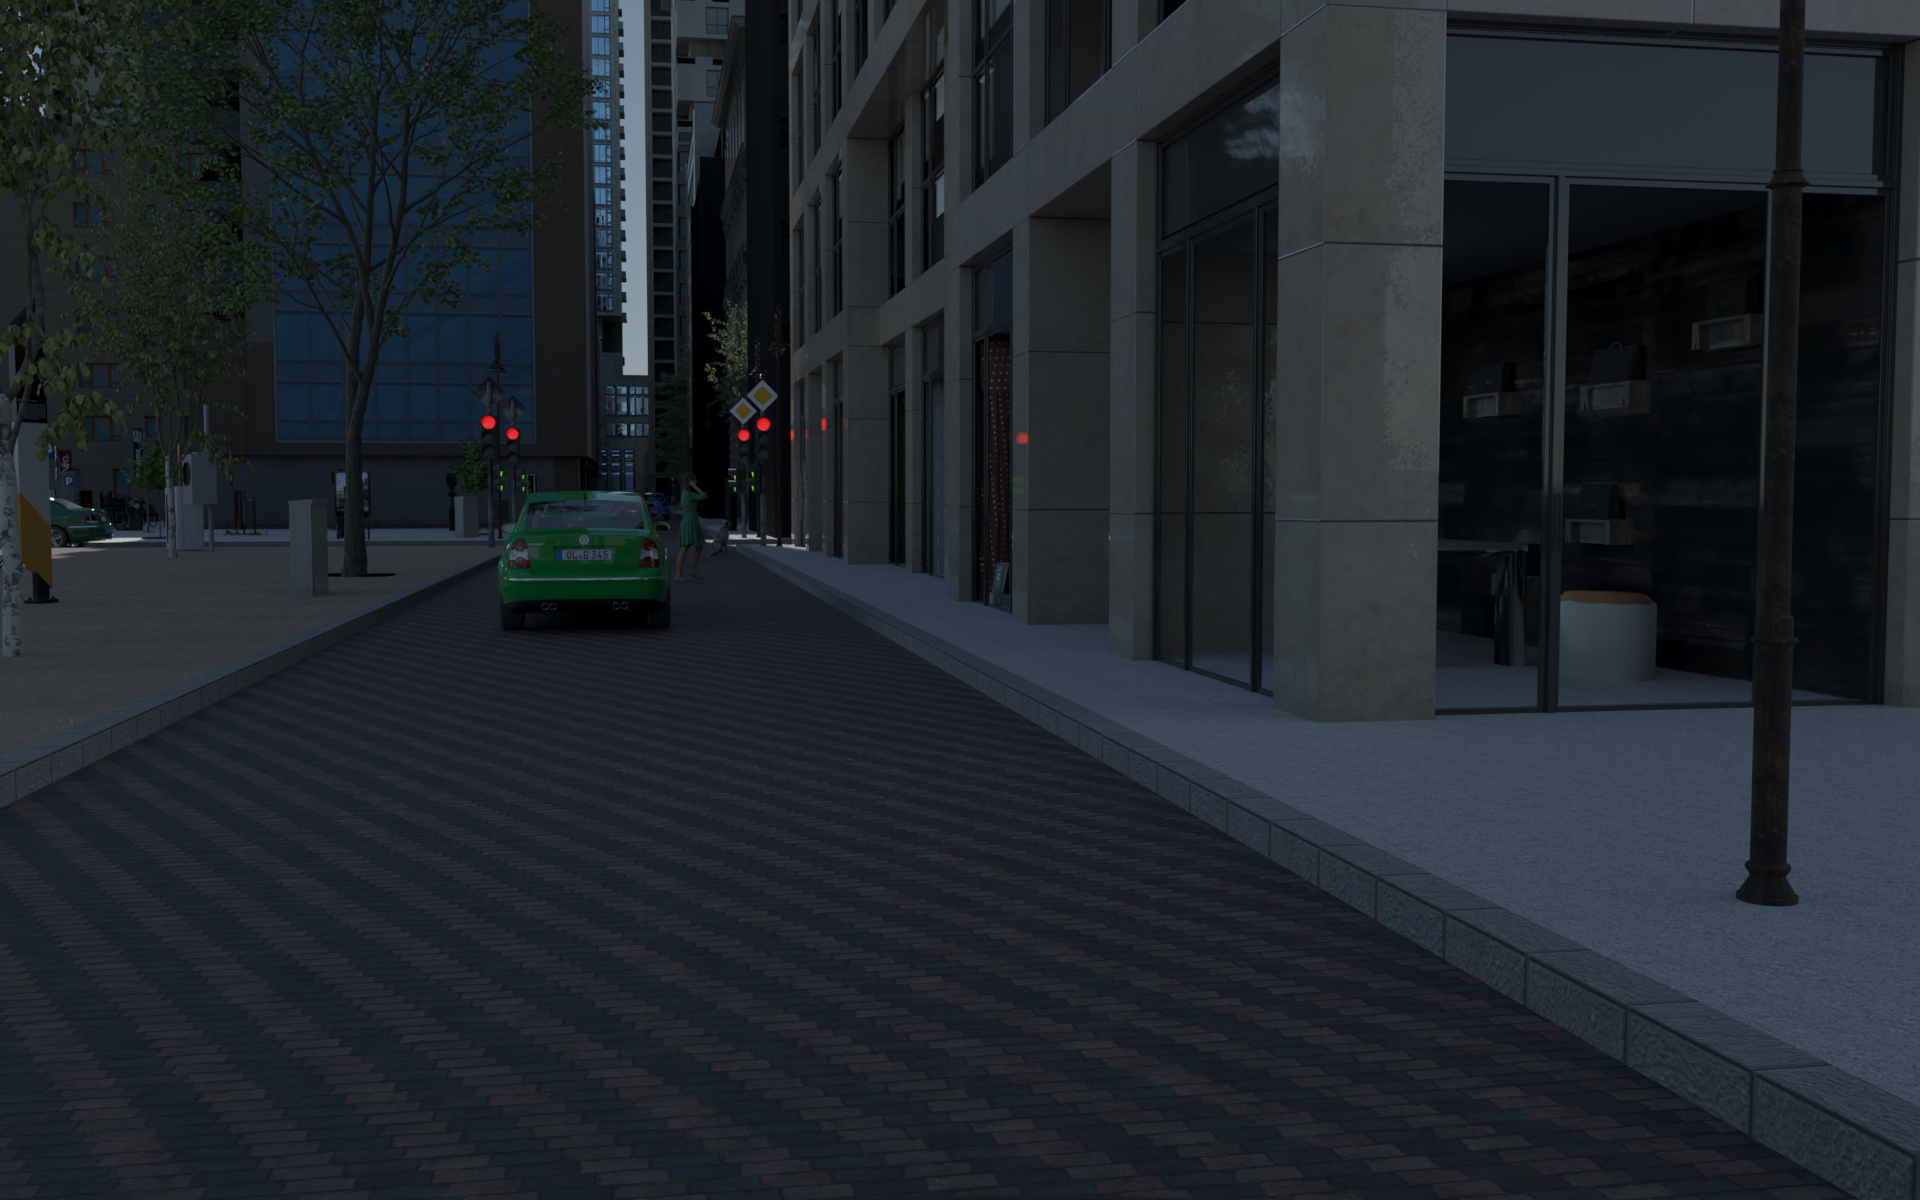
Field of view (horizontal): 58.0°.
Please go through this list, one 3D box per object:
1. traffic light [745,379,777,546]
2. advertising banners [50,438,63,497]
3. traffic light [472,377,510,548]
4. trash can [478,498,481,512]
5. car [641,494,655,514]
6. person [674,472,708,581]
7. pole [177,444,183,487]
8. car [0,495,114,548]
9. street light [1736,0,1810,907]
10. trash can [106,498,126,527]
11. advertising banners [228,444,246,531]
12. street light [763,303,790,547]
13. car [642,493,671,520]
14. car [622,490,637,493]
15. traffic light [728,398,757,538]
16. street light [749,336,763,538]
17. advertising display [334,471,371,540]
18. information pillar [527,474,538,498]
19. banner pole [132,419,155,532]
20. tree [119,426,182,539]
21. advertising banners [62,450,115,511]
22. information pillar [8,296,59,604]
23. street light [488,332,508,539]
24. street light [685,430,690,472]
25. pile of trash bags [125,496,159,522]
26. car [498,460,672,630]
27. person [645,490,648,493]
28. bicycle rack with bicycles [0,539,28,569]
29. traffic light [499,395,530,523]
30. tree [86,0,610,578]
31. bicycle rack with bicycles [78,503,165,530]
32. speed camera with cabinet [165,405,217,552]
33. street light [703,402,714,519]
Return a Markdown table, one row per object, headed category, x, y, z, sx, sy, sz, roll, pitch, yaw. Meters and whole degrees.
| category | x | y | z | sx | sy | sz | roll | pitch | yaw |
| --- | --- | --- | --- | --- | --- | --- | --- | --- | --- |
| traffic light | -4.866 | -3.284 | 42.619 | 0.839 | 4.253 | 0.868 | -1 | 4 | -10 |
| advertising banners | -28.437 | -3.557 | 54.353 | 0.090 | 3.025 | 2.074 | -2 | 4 | -34 |
| traffic light | -11.216 | -3.211 | 41.428 | 0.839 | 4.253 | 0.868 | -1 | 4 | -10 |
| trash can | -15.954 | -2.732 | 56.320 | 0.748 | 1.137 | 0.748 | 0 | 3 | 0 |
| car | -11.832 | -3.179 | 61.011 | 2.155 | 1.783 | 4.494 | -1 | 4 | -10 |
| person | -4.475 | -1.214 | 28.594 | 0.529 | 1.795 | 0.600 | -2 | 4 | -25 |
| pole | -31.553 | -4.668 | 70.168 | 0.158 | 3.312 | 0.155 | 0 | 3 | 0 |
| car | -23.980 | -1.938 | 43.477 | 4.920 | 1.459 | 2.131 | -1 | 4 | -10 |
| street light | 2.551 | -1.988 | 5.294 | 0.468 | 5.910 | 1.993 | -1 | 4 | -10 |
| trash can | -33.289 | -3.468 | 68.351 | 0.748 | 1.137 | 0.748 | 0 | 3 | 0 |
| advertising banners | -25.519 | -3.970 | 61.103 | 0.090 | 3.025 | 2.074 | -1 | 4 | -9 |
| street light | -4.411 | -4.240 | 42.116 | 0.468 | 5.910 | 1.993 | -1 | 4 | -10 |
| car | -16.943 | -5.270 | 95.749 | 1.945 | 1.707 | 3.694 | -1 | 4 | -9 |
| car | -33.315 | -10.143 | 174.504 | 2.281 | 1.827 | 5.304 | -1 | 4 | -8 |
| traffic light | -6.323 | -3.765 | 50.470 | 0.839 | 4.253 | 0.868 | -1 | 4 | -10 |
| street light | -5.931 | -4.779 | 50.924 | 0.468 | 5.910 | 1.993 | -1 | 4 | -10 |
| advertising display | -17.064 | -2.658 | 48.679 | 0.974 | 1.923 | 0.123 | 0 | 4 | 0 |
| information pillar | -15.800 | -3.641 | 64.027 | 0.304 | 2.012 | 0.304 | 0 | 4 | 6 |
| banner pole | -27.252 | -4.139 | 57.693 | 0.401 | 3.779 | 0.863 | 1 | 4 | 14 |
| tree | -23.044 | -3.378 | 49.836 | 1.663 | 3.219 | 1.824 | 0 | 3 | 0 |
| advertising banners | -34.885 | -4.463 | 69.162 | 2.074 | 3.025 | 0.090 | -3 | 5 | -43 |
| information pillar | -10.820 | -1.763 | 20.178 | 0.183 | 3.616 | 0.504 | 1 | 4 | 14 |
| street light | -13.169 | -4.688 | 49.437 | 0.468 | 5.910 | 1.993 | -1 | 4 | -10 |
| street light | -19.487 | -9.255 | 124.106 | 0.468 | 5.910 | 1.993 | -1 | 4 | -10 |
| pile of trash bags | -37.580 | -4.302 | 80.097 | 3.447 | 1.369 | 1.912 | -3 | 4 | -37 |
| car | -4.255 | -0.670 | 19.748 | 1.959 | 1.807 | 4.718 | -1 | 4 | -11 |
| person | -27.766 | -8.865 | 153.435 | 0.705 | 1.826 | 1.348 | 2 | 4 | 24 |
| bicycle rack with bicycles | -17.044 | -0.958 | 29.038 | 2.925 | 0.926 | 2.852 | 1 | 4 | 19 |
| traffic light | -12.673 | -3.692 | 49.280 | 0.839 | 4.253 | 0.868 | -1 | 4 | -10 |
| tree | -9.261 | -6.173 | 26.685 | 9.928 | 11.665 | 9.643 | 0 | 3 | 0 |
| bicycle rack with bicycles | -31.970 | -3.249 | 66.499 | 2.852 | 0.926 | 2.925 | 0 | 4 | -6 |
| speed camera with cabinet | -17.243 | -2.719 | 38.794 | 0.660 | 3.252 | 2.038 | -3 | 5 | -40 |
| street light | -12.665 | -7.005 | 87.325 | 0.468 | 5.910 | 1.993 | -1 | 4 | -10 |
